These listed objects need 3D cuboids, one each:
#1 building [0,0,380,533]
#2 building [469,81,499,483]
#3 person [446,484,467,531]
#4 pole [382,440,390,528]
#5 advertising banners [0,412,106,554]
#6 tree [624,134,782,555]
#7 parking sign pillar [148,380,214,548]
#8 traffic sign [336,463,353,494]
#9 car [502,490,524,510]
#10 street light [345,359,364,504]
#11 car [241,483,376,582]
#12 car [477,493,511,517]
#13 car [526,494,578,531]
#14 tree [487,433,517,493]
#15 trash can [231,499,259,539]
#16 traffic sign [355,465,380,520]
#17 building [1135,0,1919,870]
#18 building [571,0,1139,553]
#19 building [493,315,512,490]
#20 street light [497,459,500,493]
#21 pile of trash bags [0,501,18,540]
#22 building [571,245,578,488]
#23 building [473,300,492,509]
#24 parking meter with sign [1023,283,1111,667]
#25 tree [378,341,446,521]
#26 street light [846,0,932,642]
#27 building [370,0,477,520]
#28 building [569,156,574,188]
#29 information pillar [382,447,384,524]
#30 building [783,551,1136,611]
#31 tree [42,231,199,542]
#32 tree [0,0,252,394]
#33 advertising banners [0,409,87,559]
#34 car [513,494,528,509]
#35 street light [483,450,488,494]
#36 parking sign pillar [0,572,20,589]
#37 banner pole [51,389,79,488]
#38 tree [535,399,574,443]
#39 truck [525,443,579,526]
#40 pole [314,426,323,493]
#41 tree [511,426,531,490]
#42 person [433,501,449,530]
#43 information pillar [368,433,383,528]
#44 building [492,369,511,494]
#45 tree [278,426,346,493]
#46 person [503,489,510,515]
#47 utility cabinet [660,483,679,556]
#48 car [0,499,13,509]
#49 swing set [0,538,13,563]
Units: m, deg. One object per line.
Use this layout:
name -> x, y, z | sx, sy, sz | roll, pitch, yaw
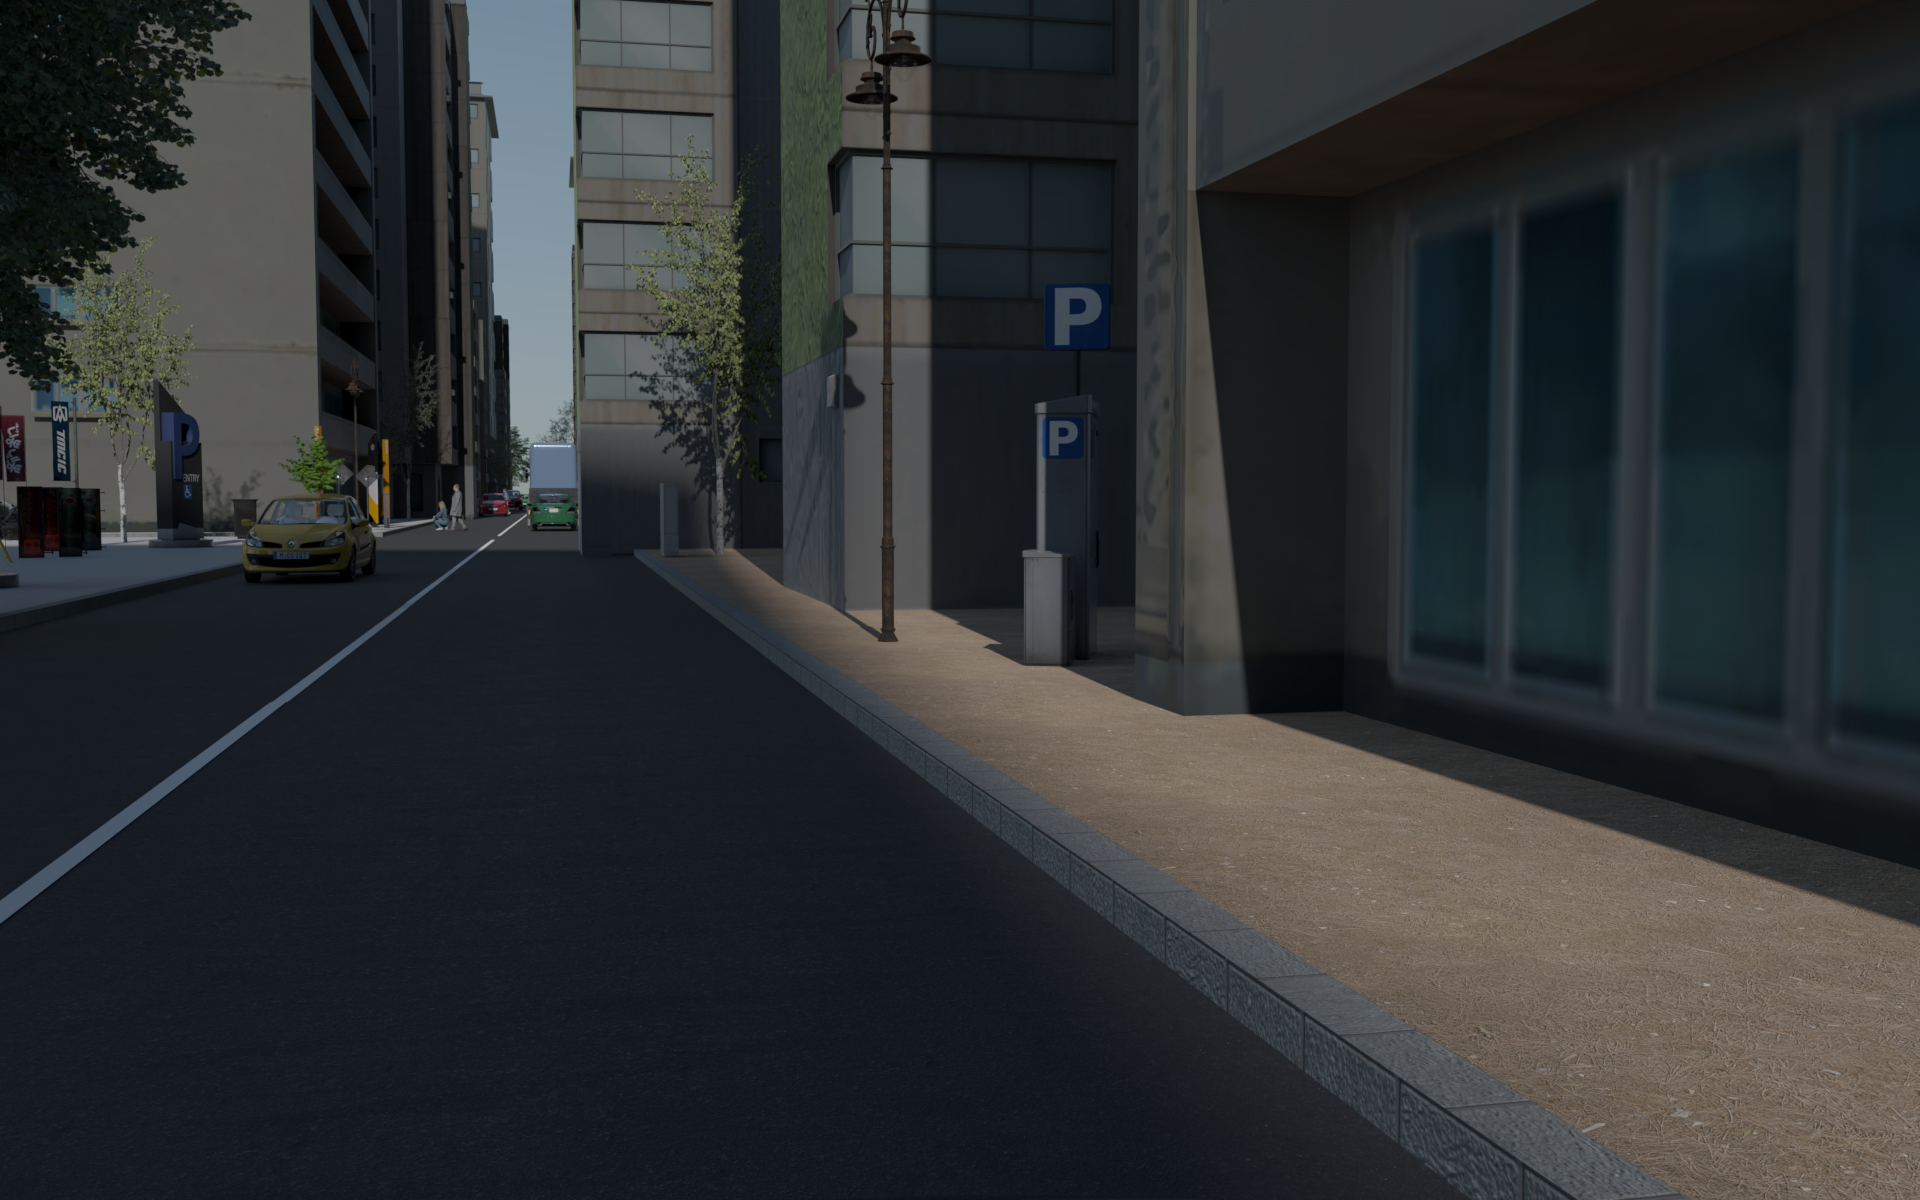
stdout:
building -> -34.516, -27.008, 65.278 | 21.300, 48.544, 21.600 | -1, 4, -13
building -> -74.176, -38.763, 223.007 | 28.713, 52.752, 27.495 | -1, 4, -13
person -> -19.478, -3.571, 66.981 | 0.767, 1.812, 0.694 | -1, 4, -10
pole -> -21.468, -4.340, 64.795 | 0.158, 3.312, 0.155 | 0, 3, 0
advertising banners -> -20.358, -2.610, 38.857 | 2.074, 3.025, 0.090 | -2, 4, -29
tree -> -4.829, -5.259, 36.351 | 4.737, 8.622, 4.395 | 0, 3, 0
parking sign pillar -> -18.801, -3.255, 41.696 | 1.447, 3.967, 1.447 | 0, 4, 8
traffic sign -> -18.440, -2.927, 51.495 | 0.795, 2.450, 0.064 | -1, 4, -13
car -> -40.442, -9.013, 156.032 | 2.281, 1.827, 5.304 | -1, 4, -13
street light -> -20.735, -5.302, 59.470 | 0.468, 5.910, 1.993 | -1, 4, -13
car -> -11.020, -1.175, 29.431 | 2.015, 1.641, 3.980 | -1, 4, -11
car -> -29.844, -6.223, 110.781 | 2.155, 1.783, 4.494 | -1, 4, -14
car -> -15.997, -3.452, 68.233 | 2.131, 1.459, 4.920 | -1, 4, -13
tree -> -55.290, -15.740, 207.717 | 4.360, 8.622, 3.978 | 0, 3, 0
trash can -> -20.452, -2.319, 49.565 | 0.748, 1.137, 0.748 | 0, 3, 0
traffic sign -> -20.263, -3.402, 59.270 | 0.795, 2.450, 0.064 | -1, 4, -13
building -> 13.857, -23.111, 1.569 | 21.300, 48.544, 21.600 | -1, 4, -13
building -> -3.436, -22.220, 46.884 | 14.154, 41.232, 14.086 | -1, 4, -13
building -> -78.452, -30.699, 273.635 | 14.160, 30.474, 14.107 | -1, 4, -13
street light -> -57.271, -14.828, 215.219 | 0.468, 5.910, 1.993 | -1, 4, -13
pile of trash bags -> -27.578, -2.315, 47.609 | 3.447, 1.369, 1.912 | -3, 5, -42
building -> -38.231, -26.385, 203.090 | 14.160, 30.474, 14.107 | -1, 4, -13
building -> -59.453, -19.471, 163.390 | 27.650, 21.520, 28.899 | -1, 4, -13
parking meter with sign -> 0.823, -1.061, 13.617 | 0.543, 3.016, 1.738 | 1, 4, 10
tree -> -26.760, -8.125, 83.211 | 4.360, 8.622, 3.978 | 0, 3, 0
street light -> -0.626, -2.575, 14.895 | 0.468, 5.910, 1.993 | -1, 4, -13
building -> -33.620, -19.623, 92.542 | 14.160, 30.474, 14.107 | -1, 4, -13
building -> -44.791, -41.353, 265.356 | 28.713, 52.752, 27.495 | -1, 4, -13
information pillar -> -24.520, -5.014, 73.333 | 0.183, 3.616, 0.504 | -3, 4, -36
building -> 4.002, -20.941, 25.982 | 14.154, 41.232, 14.086 | -1, 4, -13
tree -> -22.208, -5.834, 45.751 | 4.737, 8.622, 4.395 | 0, 3, 0
tree -> -11.018, -6.704, 16.271 | 9.857, 13.997, 8.962 | 0, 3, 0
advertising banners -> -18.617, -2.356, 34.705 | 0.090, 3.025, 2.074 | 3, 5, 40
car -> -42.693, -9.803, 169.075 | 1.959, 1.807, 4.718 | -1, 4, -15
street light -> -47.156, -12.192, 172.124 | 0.468, 5.910, 1.993 | -1, 4, -13
parking sign pillar -> -13.690, -2.148, 23.584 | 1.447, 3.967, 1.447 | -2, 4, -32
banner pole -> -21.256, -3.135, 41.267 | 0.401, 3.779, 0.863 | 2, 4, 25
tree -> -48.175, -18.778, 217.393 | 12.009, 13.543, 11.850 | 0, 3, 0
truck -> -19.925, -5.822, 84.955 | 2.967, 4.110, 18.799 | -1, 4, -13
pole -> -19.194, -3.549, 51.866 | 0.158, 3.312, 0.155 | 0, 3, 0
tree -> -74.415, -22.582, 287.343 | 7.486, 12.596, 7.792 | 0, 3, 0
person -> -20.795, -3.370, 69.093 | 0.738, 1.151, 1.012 | 0, 4, -2
information pillar -> -22.435, -4.579, 66.218 | 0.504, 3.616, 0.183 | 3, 4, 39
building -> -79.912, -24.862, 251.525 | 27.650, 21.520, 28.899 | -1, 4, -13
tree -> -18.322, -3.360, 49.538 | 1.663, 3.219, 1.824 | 0, 3, 0
person -> -29.945, -6.458, 114.434 | 0.444, 1.785, 0.601 | 0, 4, 6
utility cabinet -> -5.967, -1.647, 35.610 | 0.318, 1.500, 1.173 | -1, 4, -13
car -> -29.975, -2.623, 53.111 | 3.980, 1.641, 2.015 | -1, 4, -11
swing set -> -19.021, -2.036, 30.911 | 2.862, 2.851, 3.119 | 0, 4, -6
